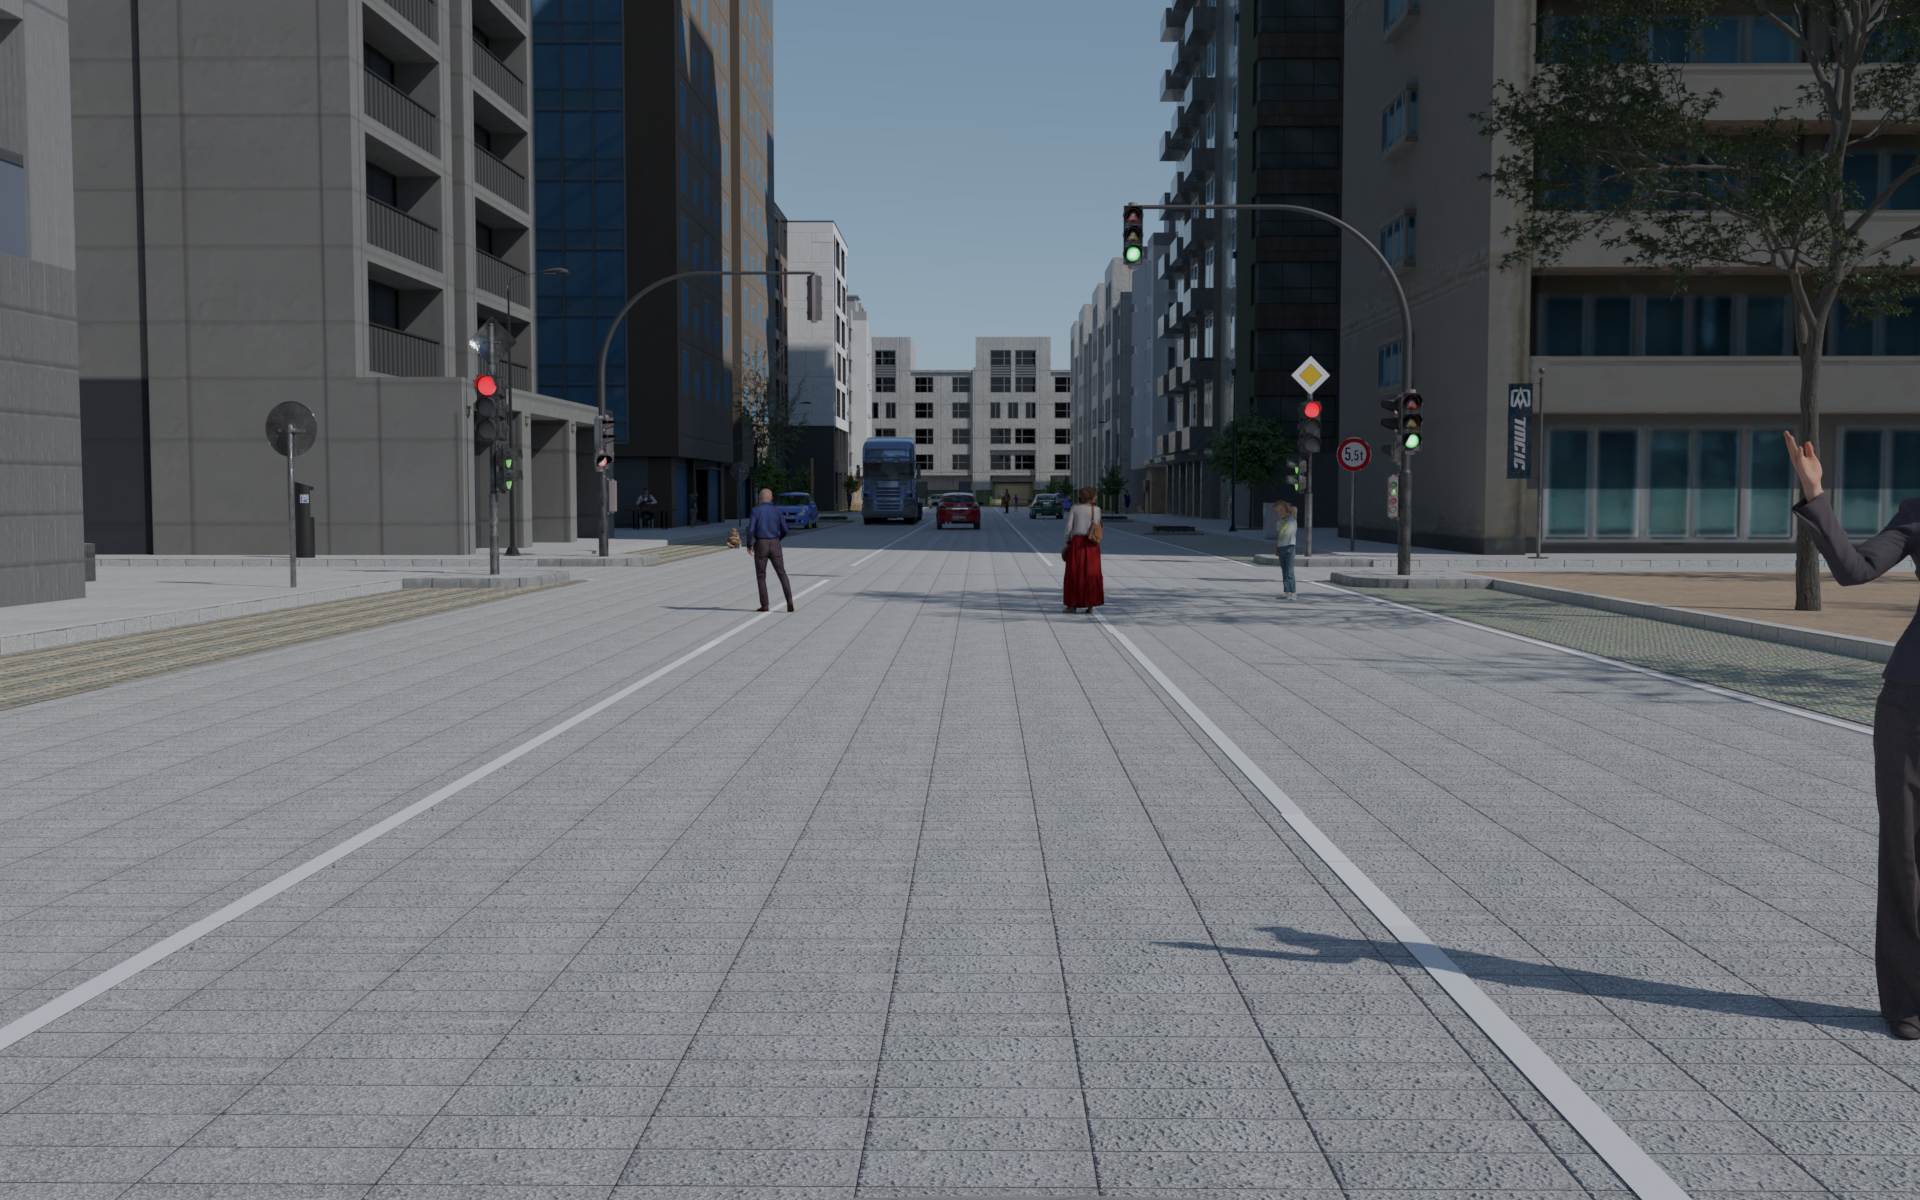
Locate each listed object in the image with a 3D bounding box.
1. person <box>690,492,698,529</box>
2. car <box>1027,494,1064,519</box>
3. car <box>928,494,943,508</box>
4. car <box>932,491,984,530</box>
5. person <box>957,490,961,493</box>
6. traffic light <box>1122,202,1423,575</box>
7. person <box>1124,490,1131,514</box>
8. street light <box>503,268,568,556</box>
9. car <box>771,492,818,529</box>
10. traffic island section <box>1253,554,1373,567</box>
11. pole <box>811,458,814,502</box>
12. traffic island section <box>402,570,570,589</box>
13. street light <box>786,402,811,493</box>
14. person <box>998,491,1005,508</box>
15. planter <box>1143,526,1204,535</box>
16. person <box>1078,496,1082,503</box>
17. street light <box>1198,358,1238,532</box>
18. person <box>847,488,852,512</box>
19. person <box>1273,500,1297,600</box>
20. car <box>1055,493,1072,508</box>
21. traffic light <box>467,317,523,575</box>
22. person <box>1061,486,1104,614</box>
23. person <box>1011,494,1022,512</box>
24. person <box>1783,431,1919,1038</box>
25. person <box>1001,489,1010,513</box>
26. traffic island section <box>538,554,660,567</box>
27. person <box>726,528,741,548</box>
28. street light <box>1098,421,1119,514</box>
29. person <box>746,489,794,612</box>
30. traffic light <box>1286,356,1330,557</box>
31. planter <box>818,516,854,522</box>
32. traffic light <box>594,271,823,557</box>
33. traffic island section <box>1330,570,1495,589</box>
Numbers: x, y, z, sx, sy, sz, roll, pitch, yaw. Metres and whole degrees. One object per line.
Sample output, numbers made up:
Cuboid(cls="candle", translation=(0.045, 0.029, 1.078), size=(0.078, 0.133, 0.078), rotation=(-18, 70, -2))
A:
Cuboid(cls="person", translation=(-9.941, -3.340, 64.557), size=(0.435, 1.345, 0.340), rotation=(2, 4, 27))
Cuboid(cls="car", translation=(5.004, -5.422, 100.447), size=(2.131, 1.459, 4.920), rotation=(0, 4, 0))
Cuboid(cls="car", translation=(-2.221, -9.913, 174.086), size=(2.014, 1.417, 4.499), rotation=(0, 4, 0))
Cuboid(cls="car", translation=(-0.078, -3.809, 71.316), size=(2.155, 1.783, 4.494), rotation=(0, 4, -1))
Cuboid(cls="person", translation=(-0.007, -7.957, 139.037), size=(0.568, 1.767, 0.683), rotation=(0, 4, -5))
Cuboid(cls="traffic light", translation=(4.908, -3.214, 27.215), size=(4.771, 5.953, 1.251), rotation=(0, 4, 1))
Cuboid(cls="person", translation=(10.689, -6.221, 110.120), size=(0.453, 1.535, 0.546), rotation=(-3, 4, -37))
Cuboid(cls="street light", translation=(-8.755, -3.868, 35.789), size=(1.470, 5.913, 1.316), rotation=(0, 4, 1))
Cuboid(cls="car", translation=(-6.837, -3.753, 70.946), size=(1.945, 1.707, 3.694), rotation=(0, 4, 2))
Cuboid(cls="traffic island section", translation=(7.139, -0.804, 35.429), size=(2.009, 0.180, 2.903), rotation=(0, 4, 1))
Cuboid(cls="pole", translation=(-8.322, -6.344, 97.565), size=(0.158, 3.312, 0.155), rotation=(0, 3, 0))
Cuboid(cls="traffic island section", translation=(-7.439, -0.327, 27.627), size=(2.009, 0.180, 2.903), rotation=(0, 4, 1))
Cuboid(cls="street light", translation=(-8.174, -7.009, 87.133), size=(1.470, 5.913, 1.316), rotation=(0, 4, 1))
Cuboid(cls="person", translation=(4.444, -10.320, 177.957), size=(1.217, 1.736, 0.721), rotation=(1, 4, 18))
Cuboid(cls="planter", translation=(7.455, -2.424, 60.780), size=(1.991, 0.319, 1.994), rotation=(0, 4, 1))
Cuboid(cls="person", translation=(10.490, -8.571, 149.372), size=(0.799, 1.438, 0.628), rotation=(3, 4, 38))
Cuboid(cls="street light", translation=(8.800, -5.294, 59.095), size=(1.470, 5.913, 1.316), rotation=(0, 4, 1))
Cuboid(cls="person", translation=(-8.069, -7.307, 126.425), size=(0.541, 1.710, 0.530), rotation=(-3, 5, -40))
Cuboid(cls="person", translation=(4.430, -0.678, 23.497), size=(0.435, 1.345, 0.340), rotation=(3, 5, 42))
Cuboid(cls="car", translation=(8.310, -8.167, 143.114), size=(1.945, 1.707, 3.694), rotation=(0, 4, 1))
Cuboid(cls="traffic light", translation=(-7.399, -2.359, 27.491), size=(0.839, 4.253, 0.868), rotation=(0, 4, 1))
Cuboid(cls="person", translation=(1.476, -0.602, 20.811), size=(0.523, 1.526, 0.387), rotation=(0, 4, 7))
Cuboid(cls="person", translation=(4.543, -7.809, 139.405), size=(0.991, 1.433, 0.599), rotation=(-2, 4, -27))
Cuboid(cls="person", translation=(2.525, 0.295, 4.481), size=(0.742, 1.727, 0.445), rotation=(-1, 4, -16))
Cuboid(cls="person", translation=(3.450, -7.337, 128.555), size=(0.705, 1.812, 1.348), rotation=(-2, 4, -24))
Cuboid(cls="traffic island section", translation=(-7.341, -0.815, 35.611), size=(2.009, 0.180, 2.903), rotation=(0, 4, 1))
Cuboid(cls="person", translation=(-5.947, -1.625, 45.544), size=(0.381, 0.543, 0.357), rotation=(0, 4, 4))
Cuboid(cls="street light", translation=(9.471, -8.434, 110.438), size=(1.470, 5.913, 1.316), rotation=(0, 4, 1))
Cuboid(cls="person", translation=(-2.288, -0.607, 21.125), size=(0.574, 1.496, 0.600), rotation=(0, 4, 2))
Cuboid(cls="traffic light", translation=(7.100, -2.838, 35.315), size=(0.839, 4.253, 0.868), rotation=(0, 4, 1))
Cuboid(cls="planter", translation=(-6.378, -4.069, 87.675), size=(1.991, 0.319, 1.994), rotation=(0, 4, 1))
Cuboid(cls="traffic light", translation=(-5.208, -3.720, 35.485), size=(4.771, 5.953, 1.251), rotation=(0, 4, 1))
Cuboid(cls="traffic island section", translation=(7.041, -0.316, 27.444), size=(2.009, 0.180, 2.903), rotation=(0, 4, 1))
